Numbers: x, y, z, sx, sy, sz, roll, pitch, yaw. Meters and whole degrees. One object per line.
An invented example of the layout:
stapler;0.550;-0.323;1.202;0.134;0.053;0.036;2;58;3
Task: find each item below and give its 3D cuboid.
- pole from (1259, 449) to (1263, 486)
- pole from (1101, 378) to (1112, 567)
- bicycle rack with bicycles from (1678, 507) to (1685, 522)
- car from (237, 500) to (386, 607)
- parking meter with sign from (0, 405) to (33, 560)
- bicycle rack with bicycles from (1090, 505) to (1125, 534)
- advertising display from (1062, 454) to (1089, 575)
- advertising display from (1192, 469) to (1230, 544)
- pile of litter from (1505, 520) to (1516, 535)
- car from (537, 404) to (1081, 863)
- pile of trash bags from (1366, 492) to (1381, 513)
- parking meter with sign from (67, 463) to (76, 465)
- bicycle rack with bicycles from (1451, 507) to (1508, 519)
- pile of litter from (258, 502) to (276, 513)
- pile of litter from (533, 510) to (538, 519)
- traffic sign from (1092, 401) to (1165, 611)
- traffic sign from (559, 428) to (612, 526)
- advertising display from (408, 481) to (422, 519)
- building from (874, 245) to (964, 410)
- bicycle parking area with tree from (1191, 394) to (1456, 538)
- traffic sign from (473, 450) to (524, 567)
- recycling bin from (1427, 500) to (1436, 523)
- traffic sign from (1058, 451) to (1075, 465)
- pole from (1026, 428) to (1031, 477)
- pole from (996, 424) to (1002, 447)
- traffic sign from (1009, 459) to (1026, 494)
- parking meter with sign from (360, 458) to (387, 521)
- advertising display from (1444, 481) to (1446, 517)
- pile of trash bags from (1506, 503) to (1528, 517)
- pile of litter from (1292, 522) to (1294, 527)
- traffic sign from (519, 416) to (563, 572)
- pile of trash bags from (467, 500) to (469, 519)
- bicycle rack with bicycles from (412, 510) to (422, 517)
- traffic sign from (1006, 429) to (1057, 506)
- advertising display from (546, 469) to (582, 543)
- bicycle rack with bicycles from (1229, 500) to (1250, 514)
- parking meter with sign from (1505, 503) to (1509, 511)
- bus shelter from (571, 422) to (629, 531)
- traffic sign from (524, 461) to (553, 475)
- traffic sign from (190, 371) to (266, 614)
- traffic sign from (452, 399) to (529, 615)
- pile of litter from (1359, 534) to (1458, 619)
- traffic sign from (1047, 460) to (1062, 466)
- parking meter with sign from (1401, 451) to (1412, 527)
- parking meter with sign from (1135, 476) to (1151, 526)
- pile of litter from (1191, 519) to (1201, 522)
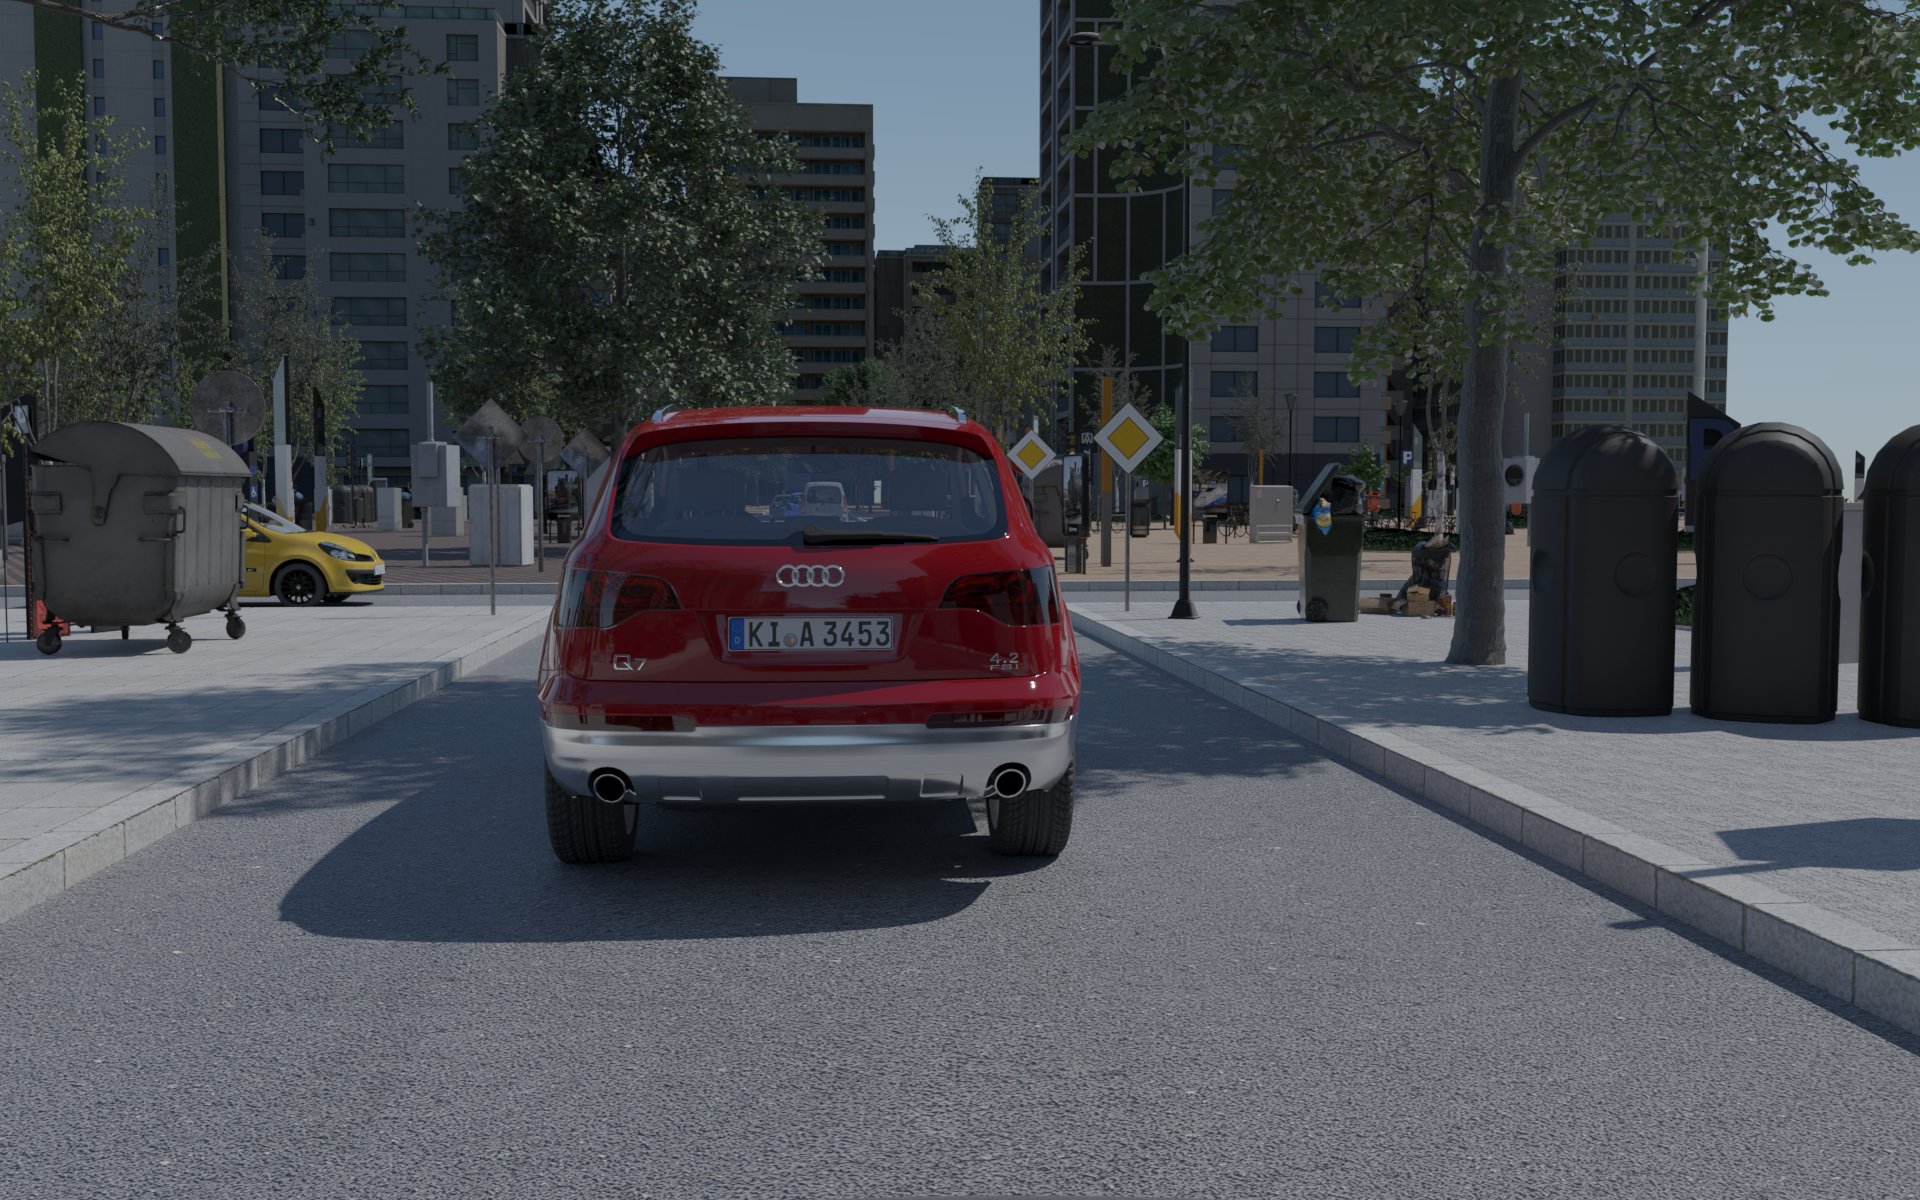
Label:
pole;13.664;-5.185;78.624;0.158;3.312;0.155;0;3;0
pole;2.575;-2.240;30.467;0.158;3.312;0.155;0;3;0
bicycle rack with bicycles;35.148;-4.478;86.595;2.925;0.926;2.852;0;4;-1
car;-9.456;-0.731;22.180;3.980;1.641;2.015;0;4;-5
parking meter with sign;-18.948;-2.281;33.552;0.543;3.016;1.738;3;4;37
bicycle rack with bicycles;4.206;-2.646;56.652;2.852;0.926;2.925;3;4;38
advertising display;1.862;-1.392;27.971;0.123;1.923;0.974;-1;4;-16
advertising display;6.486;-2.427;44.889;0.974;1.923;0.123;1;4;18
pile of litter;16.762;-2.493;54.719;1.719;0.858;1.176;0;4;0
car;-0.701;0.021;8.329;2.281;1.827;5.304;0;4;-5
pile of trash bags;17.250;-4.161;77.793;3.447;1.369;1.912;-1;4;-11
parking meter with sign;-21.955;-2.865;43.109;0.543;3.016;1.738;1;4;20
bicycle rack with bicycles;23.725;-4.028;79.245;2.852;0.926;2.925;0;4;-1
pile of litter;-36.722;-4.743;91.507;1.176;0.858;1.719;2;4;34
pile of litter;-21.940;-4.496;87.475;1.719;0.858;1.176;-2;4;-24
traffic sign;1.825;-0.932;18.878;0.795;2.450;0.064;0;4;-5
traffic sign;-5.667;-1.382;26.238;0.795;2.450;0.064;0;4;-5
advertising display;-27.671;-5.084;88.333;0.123;1.923;0.974;3;5;41
building;-3.011;-26.421;203.679;14.107;30.474;14.160;0;4;-5
bicycle parking area with tree;11.519;-3.922;51.120;8.231;4.147;9.016;-2;4;-26
traffic sign;-8.053;-1.848;30.218;0.884;2.594;0.081;0;4;-3
recycling bin;20.595;-3.903;76.368;0.722;1.027;0.722;-2;4;-24
traffic sign;2.992;-2.755;46.227;0.795;2.450;0.064;0;4;-1
pole;2.114;-3.656;53.626;0.158;3.312;0.155;0;3;0
pole;1.141;-3.477;50.691;0.158;3.312;0.155;0;3;0
traffic sign;1.607;-2.643;43.314;0.768;2.556;0.104;0;4;4
parking meter with sign;-27.852;-5.314;83.149;1.738;3.016;0.543;-1;4;-16
advertising display;23.756;-4.906;85.421;0.123;1.923;0.974;2;4;32
pile of trash bags;30.400;-4.952;90.723;3.447;1.369;1.912;2;4;32
pile of litter;10.759;-2.727;58.550;1.176;0.858;1.719;3;4;38
traffic sign;-6.870;-1.726;28.326;0.768;2.556;0.104;0;4;3
pile of trash bags;-24.420;-4.973;91.058;3.447;1.369;1.912;1;4;10
bicycle rack with bicycles;-31.284;-5.135;97.337;2.852;0.926;2.925;-1;4;-18
traffic sign;1.102;-1.418;26.831;0.795;2.450;0.064;0;4;-5
advertising display;-10.324;-2.442;45.141;0.974;1.923;0.123;1;4;18
bicycle rack with bicycles;16.014;-5.109;96.909;2.852;0.926;2.925;-2;4;-24
parking meter with sign;32.136;-6.344;99.987;1.738;3.016;0.543;-1;4;-19
bus shelter;-10.104;-3.504;51.208;2.014;3.302;5.546;0;4;-5
traffic sign;-11.464;-2.893;47.304;0.884;2.594;0.081;0;4;-4
traffic sign;-7.569;-1.090;17.921;0.768;2.556;0.104;0;4;-3
traffic sign;-4.943;-0.896;18.285;0.795;2.450;0.064;0;4;-5
pile of litter;4.844;-0.280;18.548;1.176;0.858;1.719;0;4;1
traffic sign;2.825;-3.021;51.526;0.606;2.300;0.079;0;4;0
parking meter with sign;17.954;-4.446;68.947;0.543;3.016;1.738;0;4;5
parking meter with sign;7.367;-4.489;69.655;0.543;3.016;1.738;-1;4;-13
pile of litter;10.425;-3.971;78.895;1.176;0.858;1.719;0;4;8
